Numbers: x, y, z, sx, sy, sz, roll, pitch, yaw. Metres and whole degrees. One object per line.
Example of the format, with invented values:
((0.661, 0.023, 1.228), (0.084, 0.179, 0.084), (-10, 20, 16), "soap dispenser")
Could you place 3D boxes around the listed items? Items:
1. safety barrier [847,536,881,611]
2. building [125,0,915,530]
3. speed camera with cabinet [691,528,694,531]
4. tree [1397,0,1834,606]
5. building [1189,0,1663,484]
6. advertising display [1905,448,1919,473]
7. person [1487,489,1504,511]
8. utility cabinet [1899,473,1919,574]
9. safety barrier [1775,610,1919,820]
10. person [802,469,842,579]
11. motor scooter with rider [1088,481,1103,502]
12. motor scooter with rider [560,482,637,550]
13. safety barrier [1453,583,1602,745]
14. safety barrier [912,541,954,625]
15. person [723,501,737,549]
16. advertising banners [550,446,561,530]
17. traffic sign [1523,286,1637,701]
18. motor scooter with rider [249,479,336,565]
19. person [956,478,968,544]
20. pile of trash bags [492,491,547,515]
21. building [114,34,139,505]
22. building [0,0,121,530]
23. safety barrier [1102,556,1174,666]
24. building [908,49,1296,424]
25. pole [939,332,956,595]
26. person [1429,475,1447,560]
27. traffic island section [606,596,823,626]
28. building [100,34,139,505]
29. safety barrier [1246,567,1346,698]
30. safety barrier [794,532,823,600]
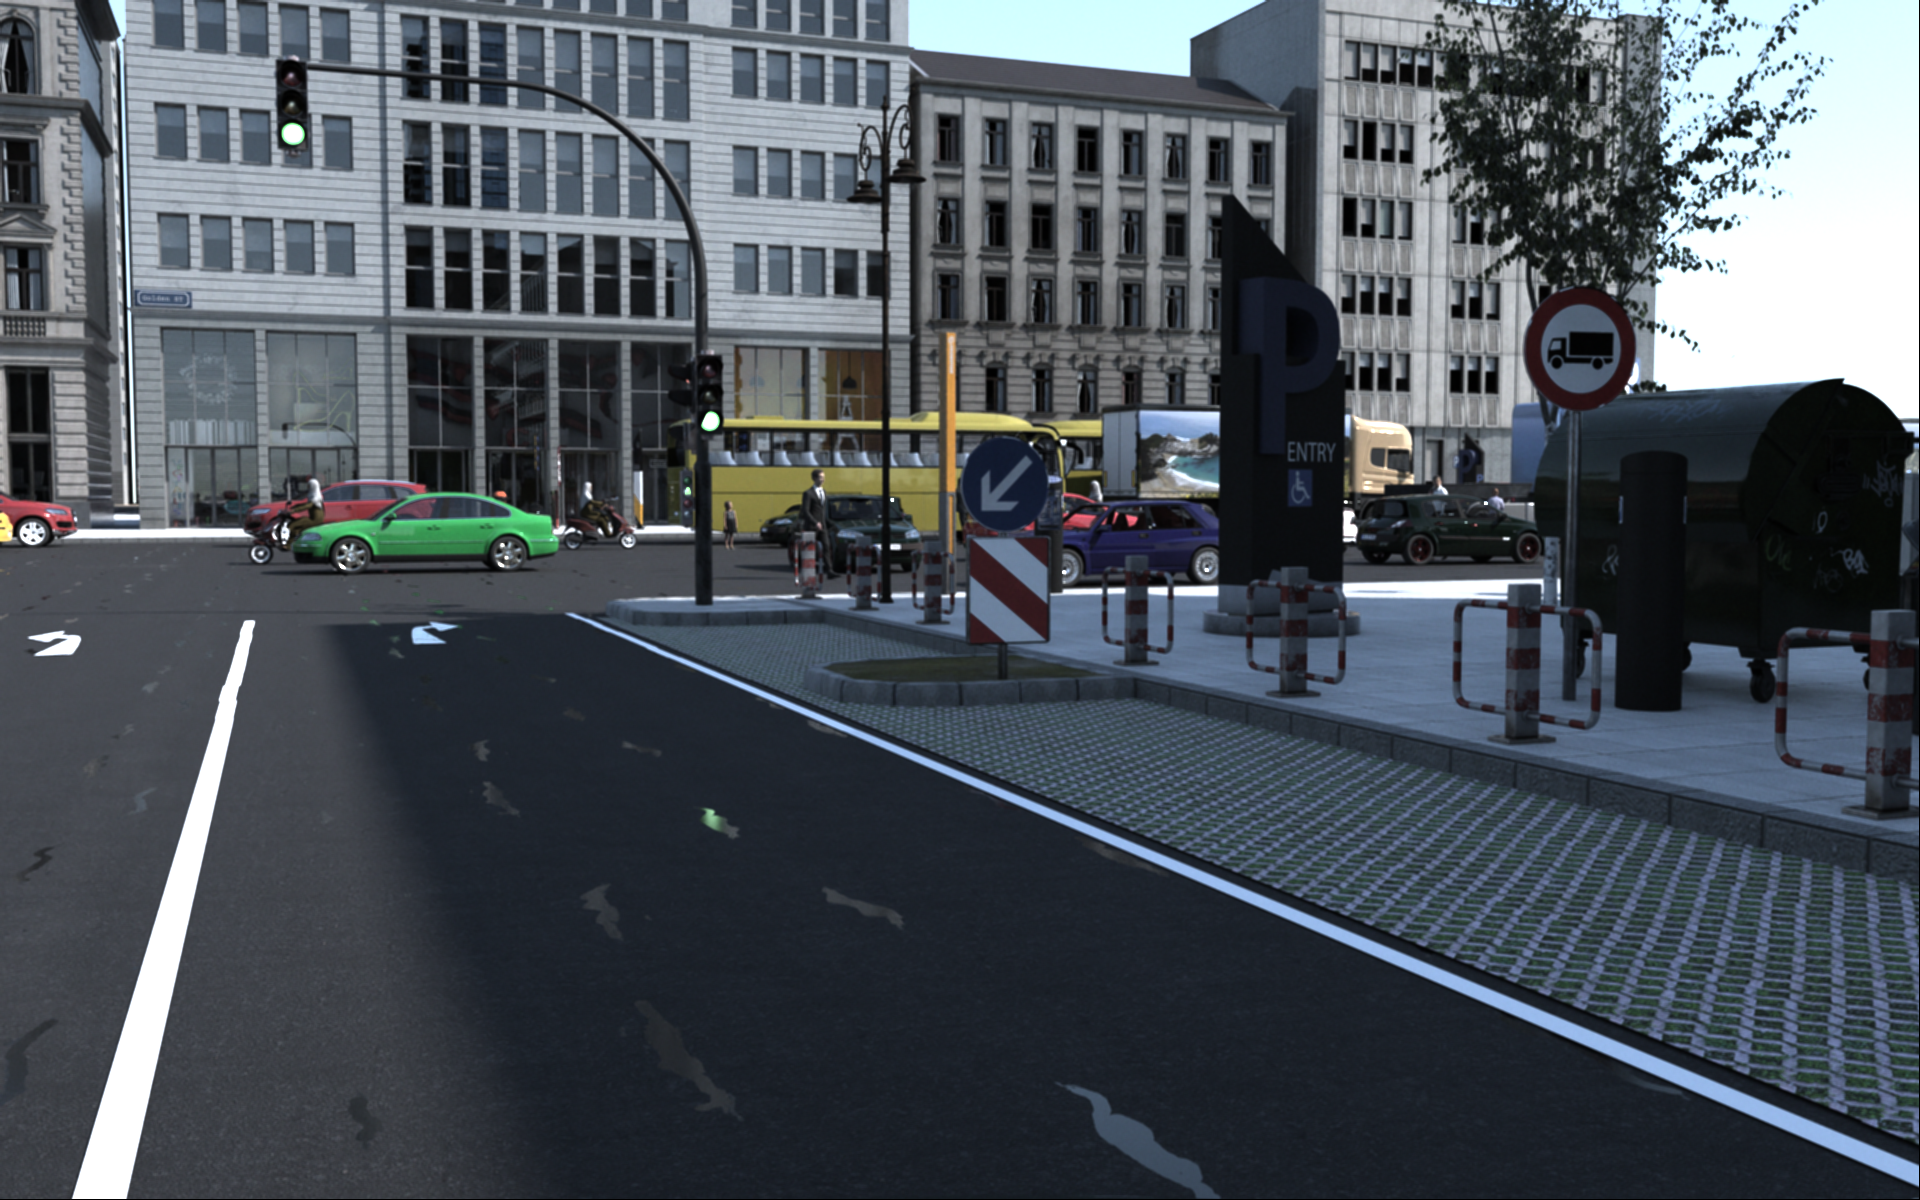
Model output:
((-1.065, -0.297, 19.134), (0.300, 0.817, 1.120), (-1, 4, -21), "safety barrier")
((-17.772, -18.001, 71.805), (29.804, 29.767, 11.434), (-1, 4, -21), "building")
((-8.397, -4.001, 59.759), (2.038, 3.252, 0.660), (1, 4, 10), "speed camera with cabinet")
((6.500, -4.159, 18.363), (4.360, 8.622, 3.978), (0, 3, 0), "tree")
((23.350, -16.538, 88.422), (19.932, 24.808, 12.078), (-1, 4, -21), "building")
((13.061, -1.151, 24.030), (0.974, 1.923, 0.123), (-3, 4, -39), "advertising display")
((13.787, -2.089, 44.716), (0.516, 1.574, 0.319), (1, 4, 8), "person")
((9.826, -0.600, 18.484), (0.318, 1.500, 1.173), (-1, 4, -14), "utility cabinet")
((3.712, 0.450, 6.911), (0.300, 0.817, 1.120), (-1, 4, -21), "safety barrier")
((-2.353, -1.274, 29.115), (0.755, 1.850, 0.659), (3, 4, 38), "person")
((2.825, -1.887, 39.816), (1.986, 1.779, 0.876), (-1, 4, -23), "motor scooter with rider")
((-9.345, -2.190, 44.777), (1.986, 1.779, 0.876), (-1, 4, -20), "motor scooter with rider")
((2.912, 0.325, 8.954), (0.300, 0.817, 1.120), (-1, 4, -21), "safety barrier")
((-0.269, -0.173, 17.097), (0.300, 0.817, 1.120), (-1, 4, -21), "safety barrier")
((-5.974, -1.952, 45.078), (0.362, 1.253, 0.373), (-2, 4, -28), "person")
((-14.692, -4.087, 63.013), (0.090, 3.025, 2.074), (0, 4, -4), "advertising banners")
((3.793, -0.648, 10.707), (0.768, 2.556, 0.104), (-1, 4, -12), "traffic sign")
((-13.473, -1.615, 35.373), (1.986, 1.779, 0.876), (-1, 4, -21), "motor scooter with rider")
((0.084, -2.544, 49.450), (0.648, 1.900, 0.474), (-3, 4, -37), "person")
((-14.944, -2.928, 57.621), (1.912, 1.369, 3.447), (-2, 4, -31), "pile of trash bags")
((-89.611, -41.455, 219.785), (28.212, 58.520, 21.231), (-1, 4, -21), "building")
((-41.745, -14.315, 62.927), (19.941, 23.489, 11.050), (-1, 4, -21), "building")
((1.326, 0.077, 13.014), (0.300, 0.817, 1.120), (-1, 4, -21), "safety barrier")
((4.911, -14.122, 80.046), (18.267, 20.994, 9.793), (-1, 4, -21), "building")
((-0.160, -1.722, 21.991), (0.158, 3.312, 0.155), (0, 3, 0), "pole")
((10.327, -1.768, 37.504), (0.850, 1.850, 0.679), (-2, 4, -24), "person")
((-2.957, 0.134, 20.089), (2.009, 0.180, 2.903), (-1, 4, -21), "traffic island section")
((-116.271, -40.786, 208.849), (28.212, 58.520, 21.231), (-1, 4, -21), "building")
((2.118, 0.201, 10.985), (0.300, 0.817, 1.120), (-1, 4, -21), "safety barrier")
((-1.855, -0.421, 21.163), (0.300, 0.817, 1.120), (-1, 4, -21), "safety barrier")
